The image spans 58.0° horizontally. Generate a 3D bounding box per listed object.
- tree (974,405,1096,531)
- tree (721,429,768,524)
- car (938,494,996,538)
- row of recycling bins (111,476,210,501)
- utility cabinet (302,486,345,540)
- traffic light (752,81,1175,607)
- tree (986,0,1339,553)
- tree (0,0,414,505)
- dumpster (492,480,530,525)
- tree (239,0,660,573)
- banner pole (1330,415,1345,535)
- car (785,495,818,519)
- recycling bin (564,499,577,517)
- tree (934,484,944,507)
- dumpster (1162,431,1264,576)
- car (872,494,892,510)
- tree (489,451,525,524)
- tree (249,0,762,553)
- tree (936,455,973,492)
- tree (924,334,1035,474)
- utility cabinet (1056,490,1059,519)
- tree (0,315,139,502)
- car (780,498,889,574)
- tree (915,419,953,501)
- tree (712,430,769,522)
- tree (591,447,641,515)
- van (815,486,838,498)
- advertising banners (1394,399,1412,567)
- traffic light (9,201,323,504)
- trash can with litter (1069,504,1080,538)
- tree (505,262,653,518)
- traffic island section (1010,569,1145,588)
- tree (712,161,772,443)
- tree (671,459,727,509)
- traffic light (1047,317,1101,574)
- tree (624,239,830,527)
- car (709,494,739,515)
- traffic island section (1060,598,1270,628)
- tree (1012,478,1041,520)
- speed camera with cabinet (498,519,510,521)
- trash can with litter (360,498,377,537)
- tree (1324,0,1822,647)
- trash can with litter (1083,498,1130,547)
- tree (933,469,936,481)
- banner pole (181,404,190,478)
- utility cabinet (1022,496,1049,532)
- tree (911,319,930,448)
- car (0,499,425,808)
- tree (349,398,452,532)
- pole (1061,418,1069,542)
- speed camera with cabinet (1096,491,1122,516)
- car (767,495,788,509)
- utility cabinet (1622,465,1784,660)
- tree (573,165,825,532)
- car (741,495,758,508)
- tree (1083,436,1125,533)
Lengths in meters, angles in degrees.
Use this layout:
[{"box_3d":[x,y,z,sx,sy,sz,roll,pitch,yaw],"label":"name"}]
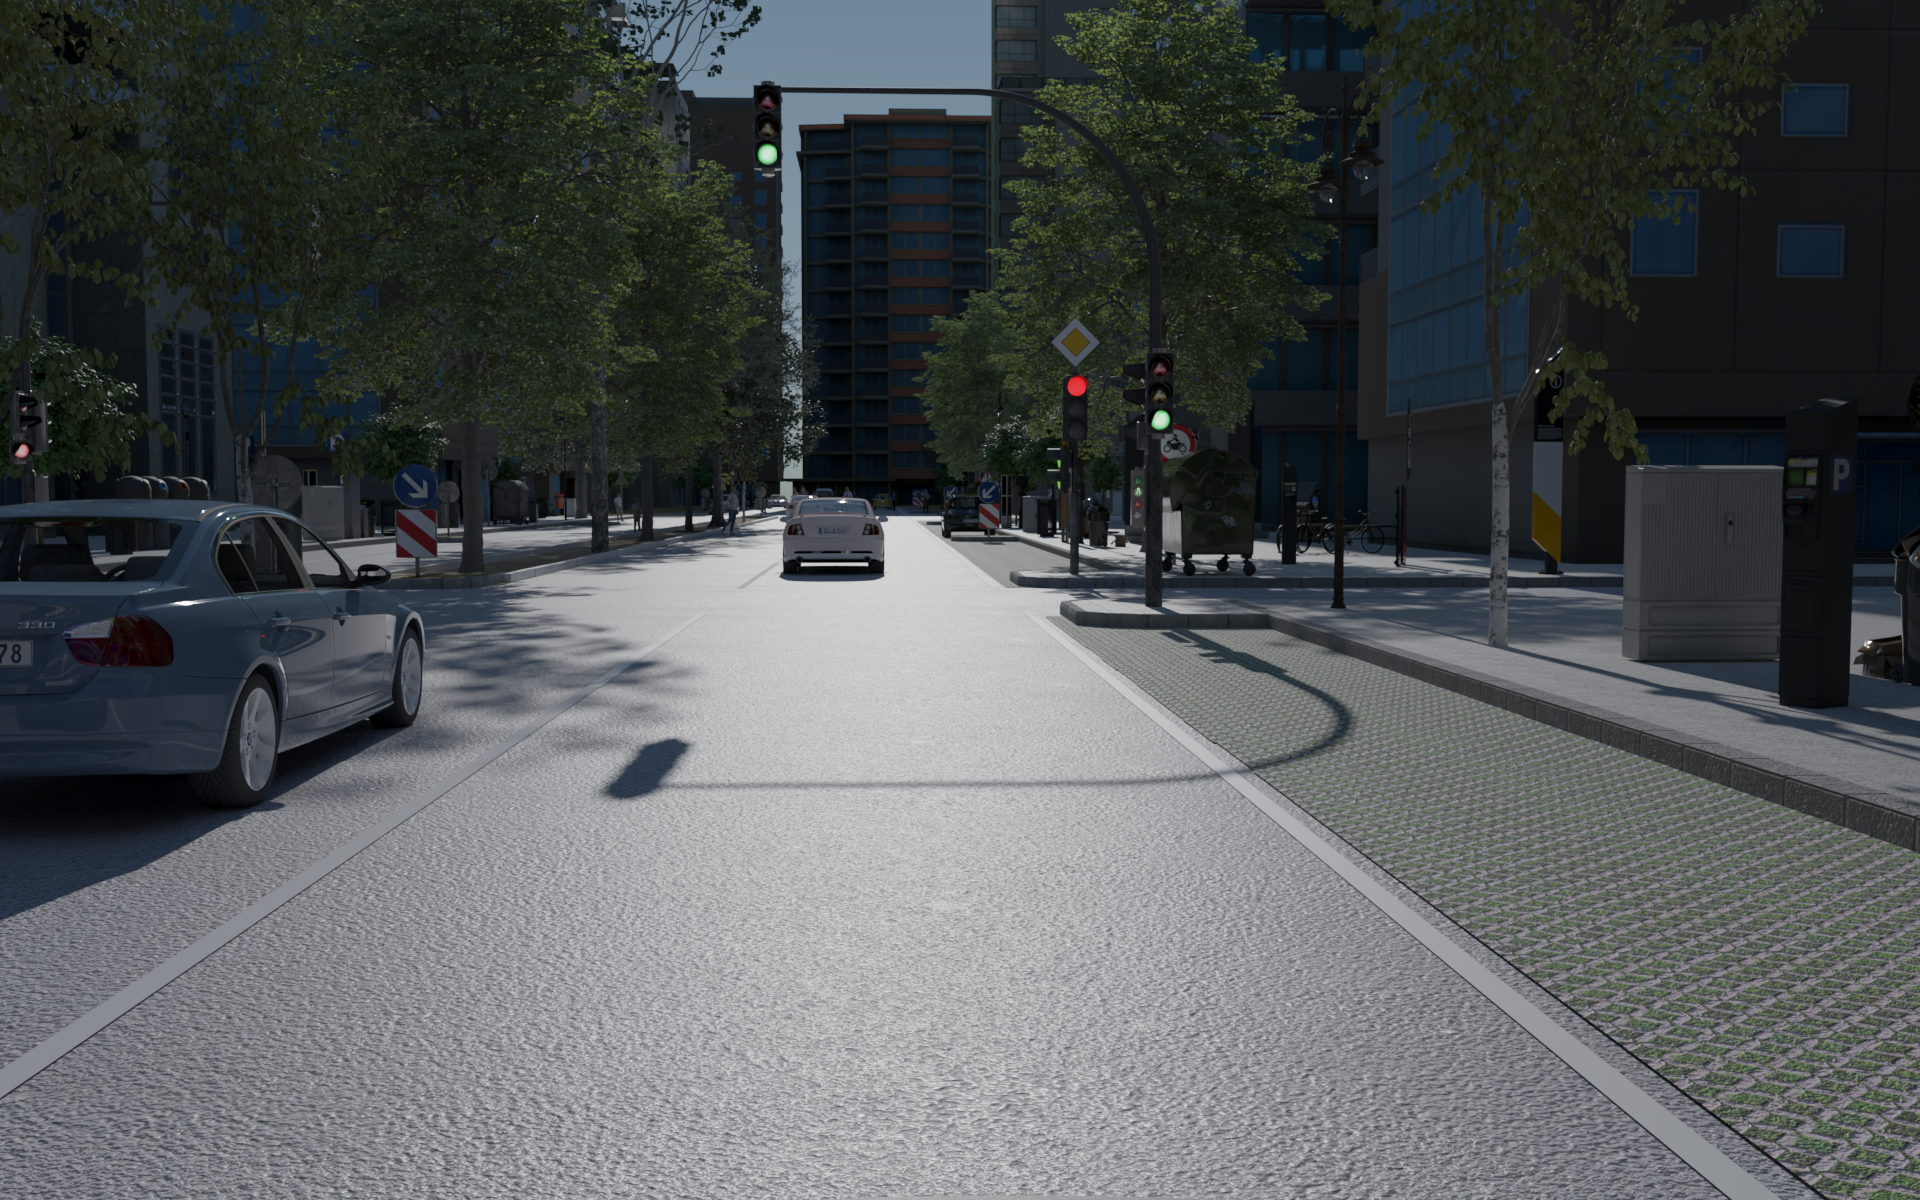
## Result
[{"box_3d":[3.609,-4.736,61.144,4.285,4.588,4.351,0,3,0],"label":"tree"},{"box_3d":[-10.844,-7.958,82.928,4.737,8.622,4.395,0,3,0],"label":"tree"},{"box_3d":[0.264,-2.959,58.163,2.009,1.686,4.222,0,4,-2],"label":"car"},{"box_3d":[-18.790,-2.054,40.700,1.069,1.692,3.534,0,4,3],"label":"row of recycling bins"},{"box_3d":[-17.386,-2.363,47.322,0.318,1.500,1.173,2,4,28],"label":"utility cabinet"},{"box_3d":[0.099,-2.740,19.462,4.771,5.953,1.251,0,4,-3],"label":"traffic light"},{"box_3d":[4.597,-7.307,37.599,7.486,12.596,7.792,0,3,0],"label":"tree"},{"box_3d":[-7.538,-3.987,18.013,4.737,8.622,4.395,0,3,0],"label":"tree"},{"box_3d":[-18.569,-4.024,71.555,1.264,1.857,1.865,0,4,-3],"label":"dumpster"},{"box_3d":[-8.696,-6.722,30.487,7.486,12.596,7.792,0,3,0],"label":"tree"},{"box_3d":[11.800,-3.898,53.753,0.401,3.779,0.863,0,4,-6],"label":"banner pole"},{"box_3d":[-7.907,-4.652,88.418,2.083,1.381,4.827,0,4,-4],"label":"car"},{"box_3d":[-21.628,-5.150,96.755,0.722,1.027,0.722,2,4,24],"label":"recycling bin"},{"box_3d":[-1.941,-11.161,177.077,1.663,3.219,1.824,0,3,0],"label":"tree"},{"box_3d":[3.946,-1.543,27.719,1.502,2.255,1.985,0,4,-3],"label":"dumpster"},{"box_3d":[-7.094,-9.127,159.458,2.015,1.641,3.980,0,4,-2],"label":"car"},{"box_3d":[-19.224,-4.836,73.675,1.663,3.219,1.824,0,3,0],"label":"tree"},{"box_3d":[-10.013,-11.254,42.357,12.611,20.169,13.585,0,3,0],"label":"tree"},{"box_3d":[2.177,-5.231,69.236,4.285,4.588,4.351,0,3,0],"label":"tree"},{"box_3d":[1.264,-11.252,109.731,9.928,11.665,9.643,0,3,0],"label":"tree"},{"box_3d":[5.436,-4.807,87.272,1.173,1.500,0.318,2,4,28],"label":"utility cabinet"},{"box_3d":[-16.981,-2.935,31.703,4.285,4.588,4.351,0,3,0],"label":"tree"},{"box_3d":[-2.374,-1.241,32.657,2.083,1.381,4.827,0,4,-4],"label":"car"},{"box_3d":[-1.554,-12.170,149.348,4.360,8.622,3.978,0,3,0],"label":"tree"},{"box_3d":[-10.959,-8.241,87.568,4.360,8.622,3.978,0,3,0],"label":"tree"},{"box_3d":[-21.611,-7.624,108.366,4.285,4.588,4.351,0,3,0],"label":"tree"},{"box_3d":[-10.513,-7.796,134.483,2.013,2.044,4.112,0,4,-4],"label":"van"},{"box_3d":[8.035,-2.150,31.336,0.090,3.025,2.074,1,4,21],"label":"advertising banners"},{"box_3d":[-12.391,-3.203,27.041,4.771,5.953,1.251,0,4,-3],"label":"traffic light"},{"box_3d":[3.600,-2.385,50.388,0.624,1.170,1.055,3,5,44],"label":"trash can with litter"},{"box_3d":[-19.915,-11.285,91.165,9.857,13.997,8.962,0,3,0],"label":"tree"},{"box_3d":[1.857,-0.337,27.791,2.009,0.180,2.903,0,4,-3],"label":"traffic island section"},{"box_3d":[-9.643,-8.083,52.746,7.486,12.596,7.792,0,3,0],"label":"tree"},{"box_3d":[-23.240,-10.163,149.874,4.285,4.588,4.351,0,3,0],"label":"tree"},{"box_3d":[1.817,-2.370,27.676,0.839,4.253,0.868,0,4,-3],"label":"traffic light"},{"box_3d":[-10.541,-9.520,75.110,9.611,12.733,9.660,0,3,0],"label":"tree"},{"box_3d":[-16.349,-6.616,120.173,2.014,1.417,4.499,0,4,-1],"label":"car"},{"box_3d":[2.226,0.151,19.815,2.009,0.180,2.903,0,4,-3],"label":"traffic island section"},{"box_3d":[3.124,-5.555,85.430,1.663,3.219,1.824,0,3,0],"label":"tree"},{"box_3d":[-22.183,-5.492,84.129,0.660,3.252,2.038,-1,4,-16],"label":"speed camera with cabinet"},{"box_3d":[-17.848,-2.466,51.699,0.624,1.170,1.055,-3,5,-42],"label":"trash can with litter"},{"box_3d":[4.708,-3.903,14.169,4.737,8.622,4.395,0,3,0],"label":"tree"},{"box_3d":[3.627,-1.893,42.341,1.055,1.170,0.624,0,4,1],"label":"trash can with litter"},{"box_3d":[-0.499,-9.215,134.370,4.285,4.588,4.351,0,3,0],"label":"tree"},{"box_3d":[-21.326,-3.532,47.766,0.401,3.779,0.863,-3,4,-36],"label":"banner pole"},{"box_3d":[2.530,-2.879,58.226,0.306,1.237,1.020,-3,4,-38],"label":"utility cabinet"},{"box_3d":[1.139,-10.897,96.292,7.486,12.596,7.792,0,3,0],"label":"tree"},{"box_3d":[-4.155,0.175,9.143,2.014,1.417,4.499,0,4,-3],"label":"car"},{"box_3d":[-19.175,-4.629,59.396,4.285,4.588,4.351,0,3,0],"label":"tree"},{"box_3d":[2.790,-3.183,45.887,0.158,3.312,0.155,0,3,0],"label":"pole"},{"box_3d":[9.060,-6.590,102.078,2.038,3.252,0.660,2,4,25],"label":"speed camera with cabinet"},{"box_3d":[-17.802,-9.588,169.125,2.083,1.381,4.827,0,4,-3],"label":"car"},{"box_3d":[5.731,-0.282,13.282,1.173,1.500,0.318,0,4,-4],"label":"utility cabinet"},{"box_3d":[-10.094,-9.259,64.204,12.009,13.543,11.850,0,3,0],"label":"tree"},{"box_3d":[-21.189,-9.967,175.534,1.945,1.354,3.894,0,4,-3],"label":"car"},{"box_3d":[4.756,-3.820,57.065,1.663,3.219,1.824,0,3,0],"label":"tree"}]
